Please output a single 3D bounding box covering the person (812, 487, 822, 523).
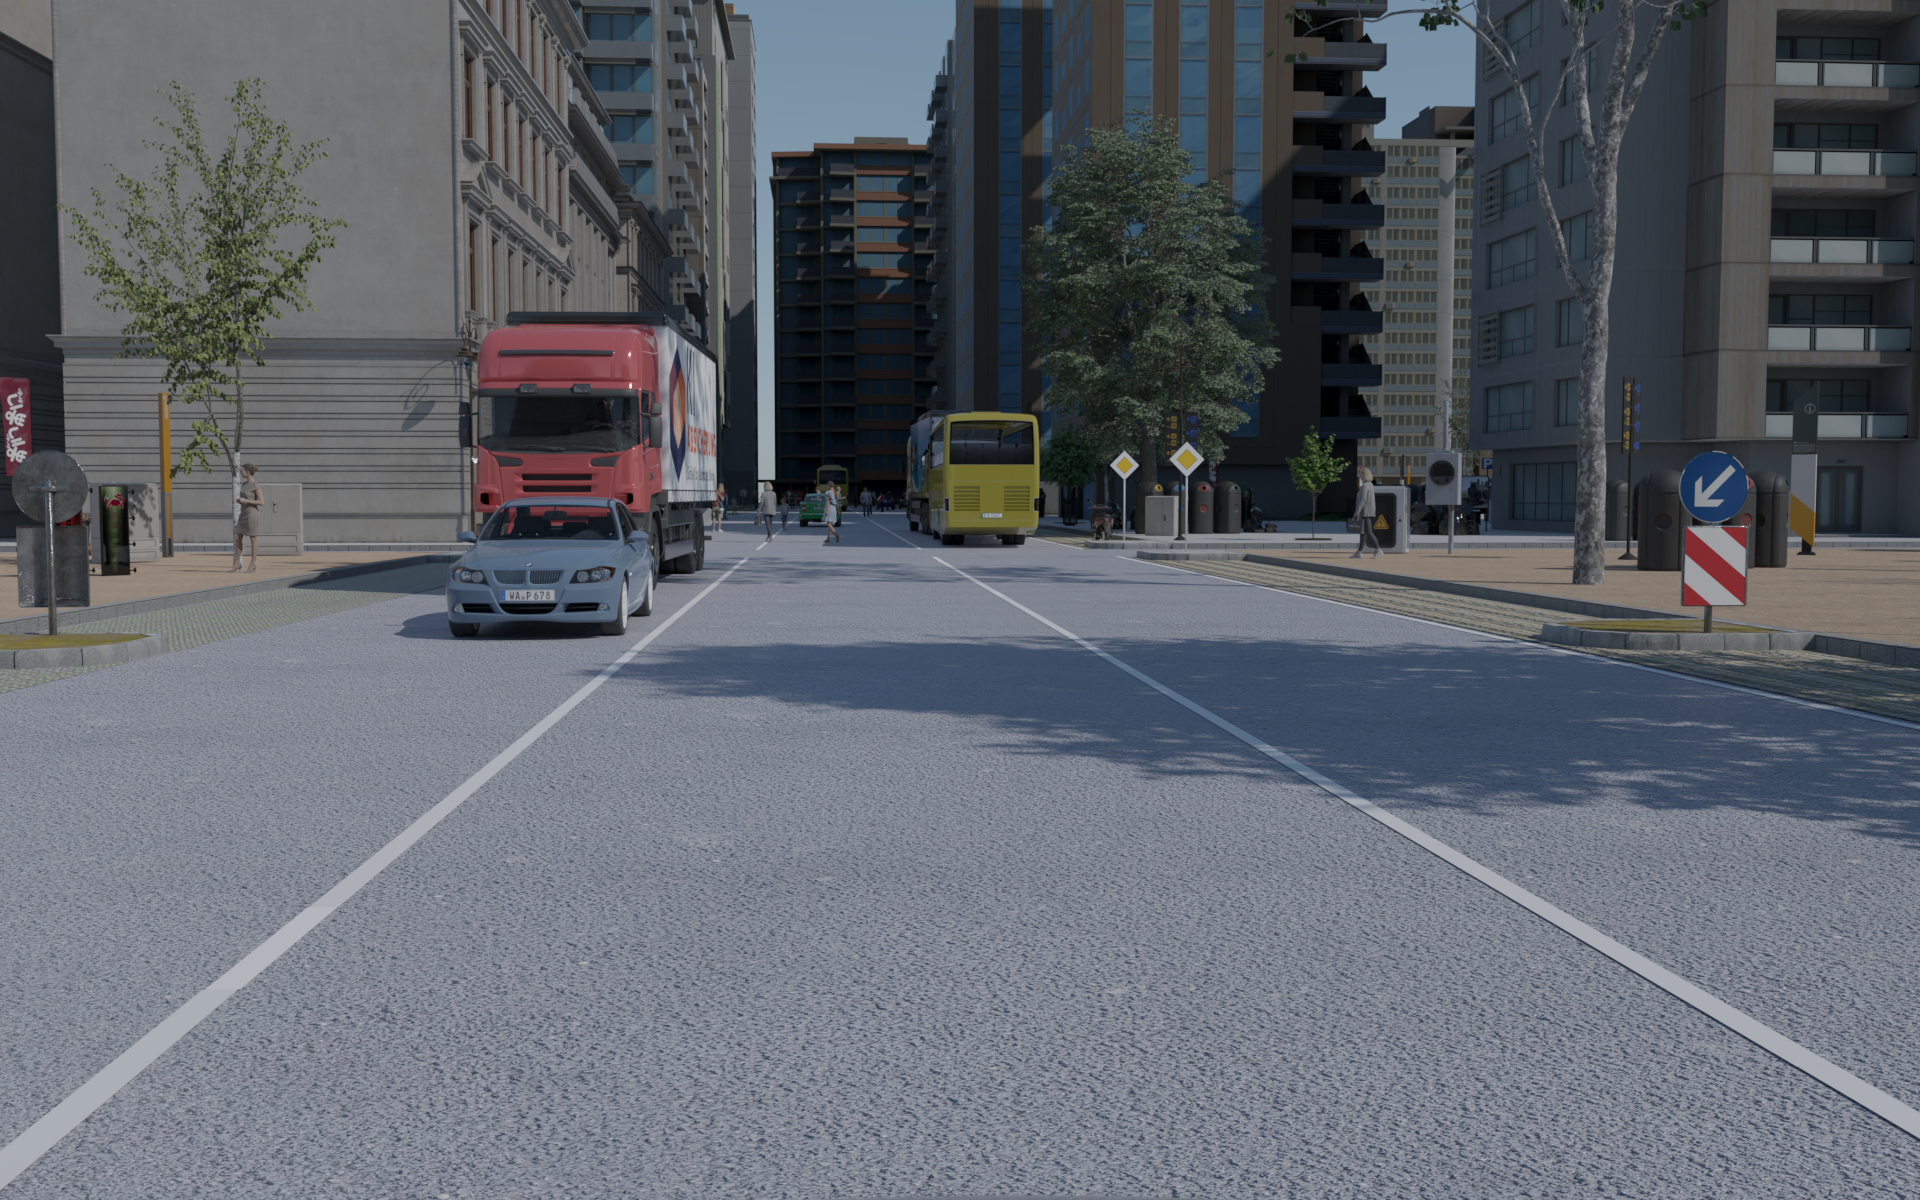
[{"bbox_3d":[-7.128,-4.731,86.053,0.583,1.804,0.606,0,4,3],"label":"person"}]

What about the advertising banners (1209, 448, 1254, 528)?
[{"bbox_3d":[10.016,-4.163,64.257,2.074,3.025,0.090,-2,4,-24],"label":"advertising banners"}]

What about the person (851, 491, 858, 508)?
[{"bbox_3d":[-10.825,-10.344,178.338,0.721,1.735,1.217,2,4,32],"label":"person"}]

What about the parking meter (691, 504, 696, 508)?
[{"bbox_3d":[-17.676,-6.668,114.735,0.255,1.863,0.399,1,4,16],"label":"parking meter"}]

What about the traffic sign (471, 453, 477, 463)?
[{"bbox_3d":[-10.112,-2.141,37.199,0.795,2.593,0.064,0,4,-4],"label":"traffic sign"}]

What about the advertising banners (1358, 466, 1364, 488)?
[{"bbox_3d":[25.548,-6.835,107.948,2.074,3.025,0.090,-2,4,-32],"label":"advertising banners"}]

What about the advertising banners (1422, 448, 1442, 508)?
[{"bbox_3d":[18.017,-4.272,66.036,0.090,3.025,2.074,2,4,34],"label":"advertising banners"}]

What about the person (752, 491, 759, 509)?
[{"bbox_3d":[-19.802,-9.683,167.529,0.721,1.743,1.217,-3,4,-38],"label":"person"}]

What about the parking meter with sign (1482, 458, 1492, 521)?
[{"bbox_3d":[25.054,-5.254,82.162,0.543,3.016,1.738,1,4,14],"label":"parking meter with sign"}]

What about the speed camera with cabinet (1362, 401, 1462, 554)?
[{"bbox_3d":[9.646,-2.614,37.070,2.038,3.252,0.660,1,4,23],"label":"speed camera with cabinet"}]

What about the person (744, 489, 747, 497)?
[{"bbox_3d":[-24.270,-11.563,195.104,0.705,1.824,1.348,0,4,6],"label":"person"}]

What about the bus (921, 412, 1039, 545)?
[{"bbox_3d":[0.493,-3.668,51.518,2.896,3.916,12.252,0,4,-3],"label":"bus"}]

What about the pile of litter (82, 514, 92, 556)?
[{"bbox_3d":[-18.718,-1.373,36.419,1.719,0.858,1.176,3,5,43],"label":"pile of litter"}]

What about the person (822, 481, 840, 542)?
[{"bbox_3d":[-3.760,-2.599,51.087,0.616,1.811,0.778,-3,5,-43],"label":"person"}]

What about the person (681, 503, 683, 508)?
[{"bbox_3d":[-18.281,-6.637,114.586,0.654,1.822,0.581,1,4,13],"label":"person"}]

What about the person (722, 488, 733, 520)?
[{"bbox_3d":[-12.848,-5.252,94.722,0.721,1.781,0.623,1,4,18],"label":"person"}]

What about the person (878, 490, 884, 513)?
[{"bbox_3d":[-6.099,-7.609,133.590,0.721,1.739,1.217,1,4,21],"label":"person"}]

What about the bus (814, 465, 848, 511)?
[{"bbox_3d":[-10.833,-9.459,146.199,2.896,3.916,12.252,0,4,-5],"label":"bus"}]

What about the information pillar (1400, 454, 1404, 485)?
[{"bbox_3d":[25.740,-6.700,100.898,0.183,3.616,0.504,0,4,-2],"label":"information pillar"}]

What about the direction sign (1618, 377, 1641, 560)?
[{"bbox_3d":[13.074,-2.556,33.792,0.379,3.537,0.876,3,5,41],"label":"direction sign"}]

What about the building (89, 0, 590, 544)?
[{"bbox_3d":[-18.783,-13.336,54.193,11.583,22.565,21.152,0,4,-4],"label":"building"}]

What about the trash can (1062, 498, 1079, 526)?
[{"bbox_3d":[4.449,-3.564,69.924,0.748,1.137,0.748,0,3,0],"label":"trash can"}]

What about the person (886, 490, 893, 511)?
[{"bbox_3d":[-6.126,-8.656,150.475,0.568,1.767,0.683,-1,4,-10],"label":"person"}]

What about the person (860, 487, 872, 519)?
[{"bbox_3d":[-5.394,-5.557,99.198,0.661,1.843,0.795,0,4,2],"label":"person"}]

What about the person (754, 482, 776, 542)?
[{"bbox_3d":[-5.743,-2.609,51.335,0.709,1.800,0.728,-2,4,-33],"label":"person"}]

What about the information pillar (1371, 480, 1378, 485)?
[{"bbox_3d":[20.903,-5.070,87.386,0.304,2.012,0.304,2,4,28],"label":"information pillar"}]

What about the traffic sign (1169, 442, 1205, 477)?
[{"bbox_3d":[5.038,-2.212,38.357,0.795,2.593,0.064,0,4,-4],"label":"traffic sign"}]

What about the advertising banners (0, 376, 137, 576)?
[{"bbox_3d":[-13.651,-1.853,26.481,0.090,3.025,2.074,2,4,35],"label":"advertising banners"}]

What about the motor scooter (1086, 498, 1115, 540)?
[{"bbox_3d":[4.021,-2.229,49.221,0.815,1.314,1.986,0,4,-6],"label":"motor scooter"}]

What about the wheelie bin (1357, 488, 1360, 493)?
[{"bbox_3d":[20.476,-4.953,88.891,0.693,1.594,0.980,1,4,15],"label":"wheelie bin"}]

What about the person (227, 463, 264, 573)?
[{"bbox_3d":[-11.647,-1.336,28.229,0.599,1.781,0.374,2,4,31],"label":"person"}]

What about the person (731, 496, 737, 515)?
[{"bbox_3d":[-15.639,-6.544,119.759,0.640,1.303,0.475,2,4,33],"label":"person"}]

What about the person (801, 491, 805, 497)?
[{"bbox_3d":[-17.823,-11.412,195.025,1.348,1.831,0.705,-2,4,-28],"label":"person"}]

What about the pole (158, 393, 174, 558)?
[{"bbox_3d":[-16.034,-2.515,34.966,0.158,3.312,0.155,0,3,0],"label":"pole"}]

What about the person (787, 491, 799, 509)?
[{"bbox_3d":[-15.766,-9.421,163.260,1.217,1.735,0.721,-1,4,-10],"label":"person"}]

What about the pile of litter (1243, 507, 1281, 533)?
[{"bbox_3d":[10.165,-2.693,58.000,1.719,0.858,1.176,-2,4,-34],"label":"pile of litter"}]

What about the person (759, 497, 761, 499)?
[{"bbox_3d":[-16.154,-8.301,144.228,1.348,1.824,0.705,1,4,14],"label":"person"}]

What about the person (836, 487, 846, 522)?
[{"bbox_3d":[-6.045,-4.800,87.157,0.590,1.801,0.661,-1,4,-11],"label":"person"}]

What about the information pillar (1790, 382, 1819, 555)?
[{"bbox_3d":[17.723,-2.751,36.334,0.504,3.616,0.183,3,4,36],"label":"information pillar"}]

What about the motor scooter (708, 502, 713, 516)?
[{"bbox_3d":[-14.898,-5.596,104.277,0.815,1.314,1.986,0,4,-5],"label":"motor scooter"}]

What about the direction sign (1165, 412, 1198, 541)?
[{"bbox_3d":[6.106,-3.416,47.852,0.876,3.537,0.379,0,4,8],"label":"direction sign"}]

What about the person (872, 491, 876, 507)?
[{"bbox_3d":[-9.890,-11.461,196.624,0.721,1.736,1.217,2,4,26],"label":"person"}]

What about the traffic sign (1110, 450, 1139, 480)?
[{"bbox_3d":[4.416,-2.699,46.318,0.795,2.593,0.064,0,4,-4],"label":"traffic sign"}]

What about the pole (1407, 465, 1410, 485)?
[{"bbox_3d":[31.797,-7.886,122.776,0.158,3.312,0.155,0,3,0],"label":"pole"}]

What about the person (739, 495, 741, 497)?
[{"bbox_3d":[-24.218,-11.387,192.675,0.683,1.767,0.568,0,4,3],"label":"person"}]

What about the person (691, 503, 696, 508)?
[{"bbox_3d":[-15.228,-5.585,99.700,0.818,1.842,0.514,-2,4,-35],"label":"person"}]

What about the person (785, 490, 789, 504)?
[{"bbox_3d":[-16.481,-9.567,165.009,0.705,1.812,1.348,-1,4,-8],"label":"person"}]

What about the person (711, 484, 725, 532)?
[{"bbox_3d":[-9.110,-3.468,65.182,0.580,1.828,0.573,-2,4,-28],"label":"person"}]

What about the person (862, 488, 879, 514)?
[{"bbox_3d":[-6.396,-6.977,122.553,1.348,1.826,0.705,1,4,17],"label":"person"}]

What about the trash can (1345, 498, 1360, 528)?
[{"bbox_3d":[14.127,-3.076,61.939,0.748,1.137,0.748,0,3,0],"label":"trash can"}]

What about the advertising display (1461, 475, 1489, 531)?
[{"bbox_3d":[17.746,-3.337,59.777,0.974,1.923,0.123,0,4,4],"label":"advertising display"}]

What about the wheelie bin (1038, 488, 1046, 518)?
[{"bbox_3d":[4.230,-5.219,93.235,0.980,1.594,0.693,-2,4,-32],"label":"wheelie bin"}]

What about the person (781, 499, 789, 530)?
[{"bbox_3d":[-6.975,-3.413,68.994,0.332,1.250,0.352,1,4,15],"label":"person"}]

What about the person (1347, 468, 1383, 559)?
[{"bbox_3d":[8.044,-1.721,34.370,0.728,1.800,0.709,2,4,33],"label":"person"}]
